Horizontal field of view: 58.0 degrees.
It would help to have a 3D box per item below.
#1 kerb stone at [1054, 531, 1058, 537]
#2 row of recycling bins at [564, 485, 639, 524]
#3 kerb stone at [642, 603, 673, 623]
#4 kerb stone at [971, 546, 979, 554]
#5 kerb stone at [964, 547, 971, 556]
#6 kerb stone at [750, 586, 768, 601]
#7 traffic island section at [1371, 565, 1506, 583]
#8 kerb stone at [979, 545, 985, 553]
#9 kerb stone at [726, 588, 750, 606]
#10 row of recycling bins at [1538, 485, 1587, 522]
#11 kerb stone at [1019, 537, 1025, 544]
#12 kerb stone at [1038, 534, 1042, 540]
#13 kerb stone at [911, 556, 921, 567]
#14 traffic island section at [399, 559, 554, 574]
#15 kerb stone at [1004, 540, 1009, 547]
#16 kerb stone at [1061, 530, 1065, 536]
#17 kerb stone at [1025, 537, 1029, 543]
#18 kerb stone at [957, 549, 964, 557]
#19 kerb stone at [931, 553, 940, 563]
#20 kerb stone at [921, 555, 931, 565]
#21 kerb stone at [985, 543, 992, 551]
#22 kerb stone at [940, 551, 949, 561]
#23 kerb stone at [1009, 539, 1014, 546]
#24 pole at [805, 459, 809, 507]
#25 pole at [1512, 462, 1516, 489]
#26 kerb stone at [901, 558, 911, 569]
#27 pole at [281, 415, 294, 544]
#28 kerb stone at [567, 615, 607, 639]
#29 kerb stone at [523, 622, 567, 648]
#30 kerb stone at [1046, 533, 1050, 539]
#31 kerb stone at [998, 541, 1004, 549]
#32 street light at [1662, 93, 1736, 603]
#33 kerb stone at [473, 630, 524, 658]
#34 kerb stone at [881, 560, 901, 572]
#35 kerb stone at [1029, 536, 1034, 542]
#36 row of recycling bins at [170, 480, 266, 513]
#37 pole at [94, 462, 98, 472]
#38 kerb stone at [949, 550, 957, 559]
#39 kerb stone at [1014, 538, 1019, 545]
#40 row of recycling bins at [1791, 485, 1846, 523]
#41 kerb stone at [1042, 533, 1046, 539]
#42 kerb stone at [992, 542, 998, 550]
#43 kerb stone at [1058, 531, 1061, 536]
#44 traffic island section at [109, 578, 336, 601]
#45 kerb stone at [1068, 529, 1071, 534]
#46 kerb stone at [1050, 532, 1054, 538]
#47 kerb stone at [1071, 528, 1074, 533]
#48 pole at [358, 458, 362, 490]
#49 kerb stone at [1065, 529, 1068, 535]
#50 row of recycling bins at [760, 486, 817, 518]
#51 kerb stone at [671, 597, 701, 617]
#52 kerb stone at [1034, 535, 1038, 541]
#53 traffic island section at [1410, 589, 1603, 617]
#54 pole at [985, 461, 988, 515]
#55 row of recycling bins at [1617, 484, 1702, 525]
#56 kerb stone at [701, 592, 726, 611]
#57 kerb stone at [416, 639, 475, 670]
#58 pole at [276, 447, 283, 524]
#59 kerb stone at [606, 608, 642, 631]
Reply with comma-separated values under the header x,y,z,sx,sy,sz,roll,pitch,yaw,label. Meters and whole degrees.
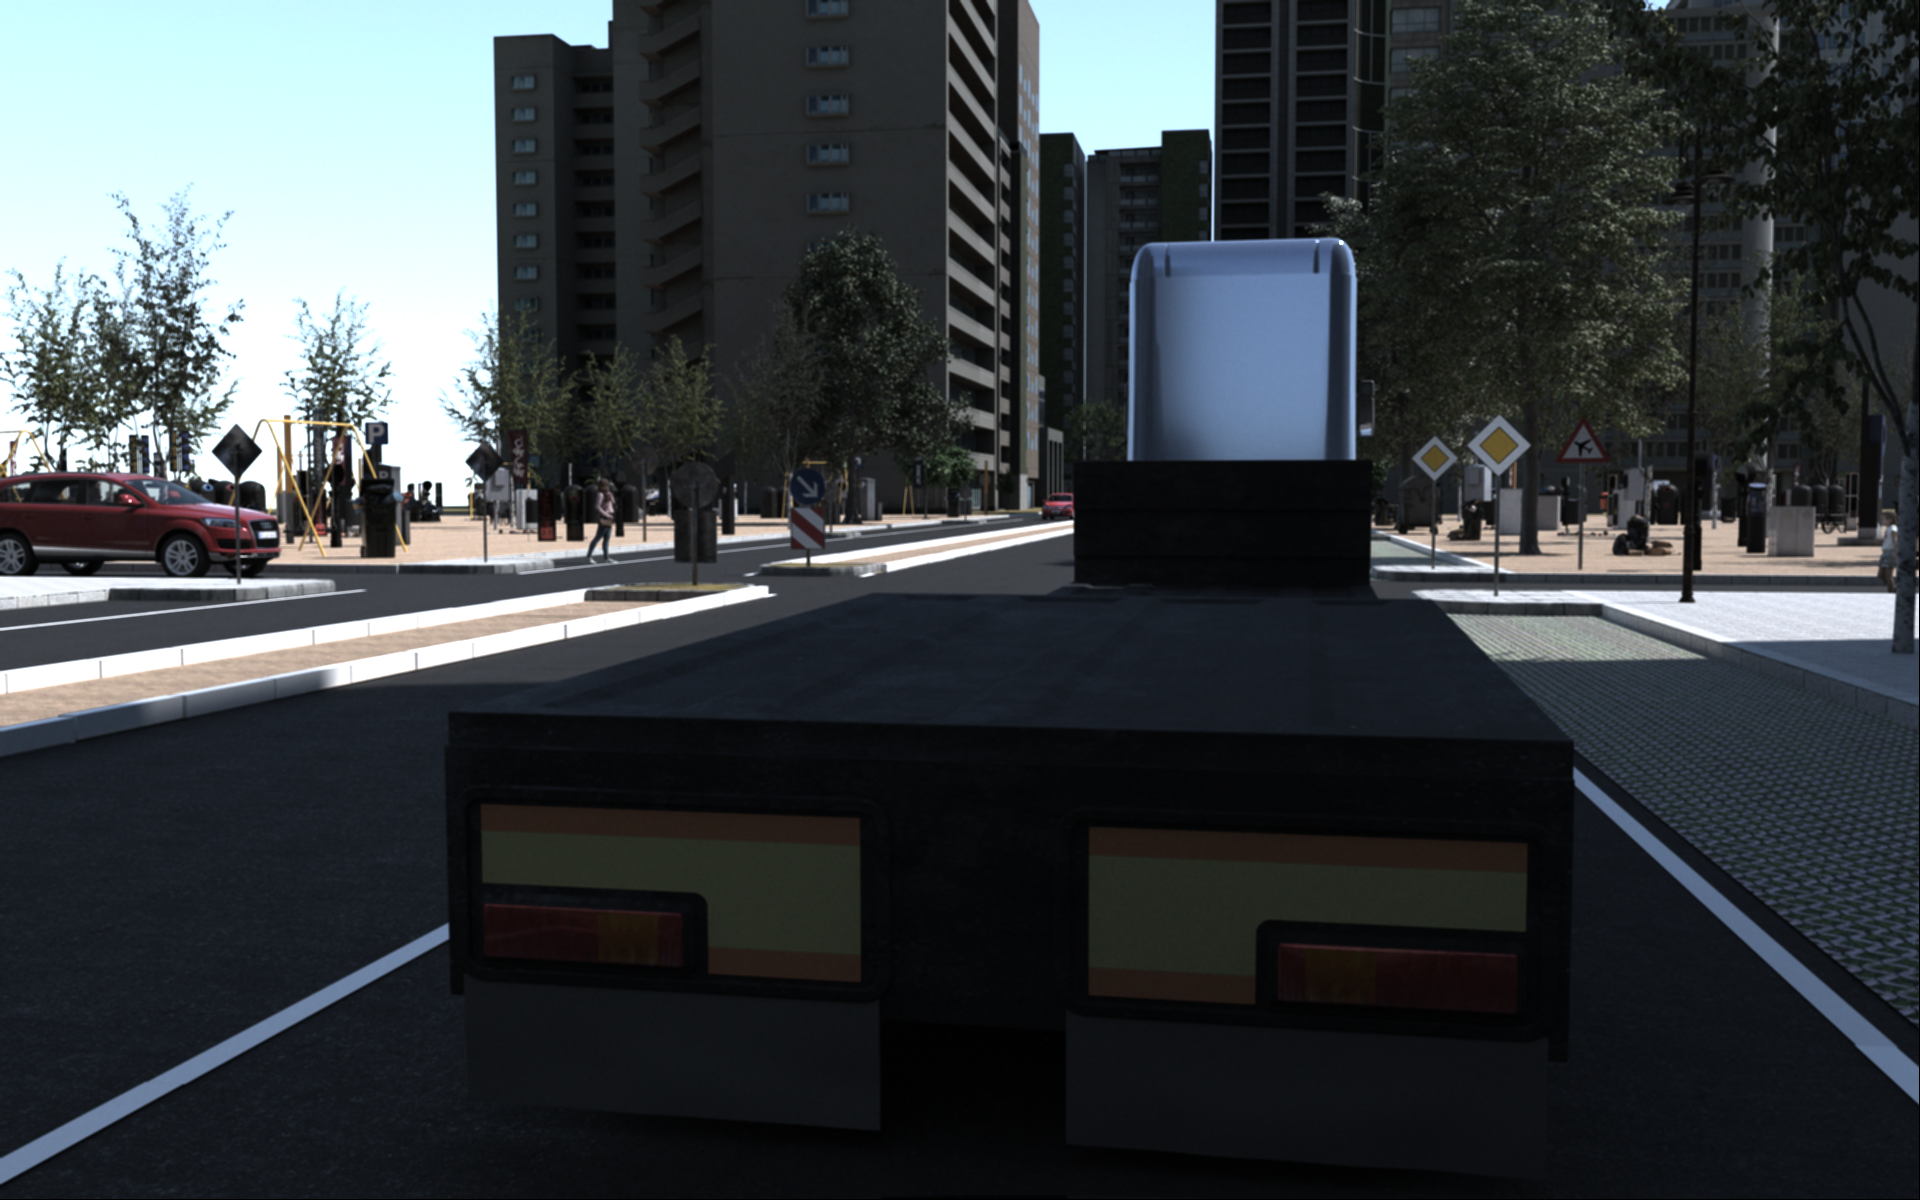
x,y,z,sx,sy,sz,roll,pitch,yaw,label
3.040,-2.163,57.560,0.120,0.150,1.000,1,4,10,kerb stone
-15.680,-4.211,75.969,3.534,1.692,1.069,-3,5,-42,row of recycling bins
-3.508,0.158,19.624,0.120,0.150,1.000,1,4,10,kerb stone
0.254,-1.174,41.390,0.120,0.150,1.000,1,4,10,kerb stone
0.068,-1.107,40.375,0.120,0.150,1.000,1,4,10,kerb stone
-2.817,-0.088,23.659,0.120,0.150,1.000,1,4,10,kerb stone
8.105,-0.448,29.607,2.009,0.180,2.903,1,4,10,traffic island section
0.424,-1.236,42.400,0.120,0.150,1.000,1,4,10,kerb stone
-2.985,-0.028,22.651,0.120,0.150,1.000,1,4,10,kerb stone
27.956,-4.545,81.425,1.069,1.692,3.534,-2,4,-31,row of recycling bins
1.648,-1.668,49.467,0.120,0.150,1.000,1,4,10,kerb stone
2.347,-1.913,53.519,0.120,0.150,1.000,1,4,10,kerb stone
-0.972,-0.741,34.314,0.120,0.150,1.000,1,4,10,kerb stone
-8.934,-0.628,32.543,2.009,0.180,2.903,1,4,10,traffic island section
1.120,-1.482,46.433,0.120,0.150,1.000,1,4,10,kerb stone
3.400,-2.287,59.586,0.120,0.150,1.000,1,4,10,kerb stone
1.819,-1.730,50.488,0.120,0.150,1.000,1,4,10,kerb stone
-0.107,-1.050,39.365,0.120,0.150,1.000,1,4,10,kerb stone
-0.620,-0.864,36.328,0.120,0.150,1.000,1,4,10,kerb stone
-0.802,-0.803,35.322,0.120,0.150,1.000,1,4,10,kerb stone
0.597,-1.292,43.407,0.120,0.150,1.000,1,4,10,kerb stone
-0.441,-0.918,37.339,0.120,0.150,1.000,1,4,10,kerb stone
1.294,-1.544,47.442,0.120,0.150,1.000,1,4,10,kerb stone
-7.748,-5.745,87.769,0.158,3.312,0.155,0,3,0,pole
26.936,-5.529,84.244,0.158,3.312,0.155,0,3,0,pole
-1.144,-0.676,33.295,0.120,0.150,1.000,1,4,10,kerb stone
-17.267,-3.101,44.543,0.158,3.312,0.155,0,3,0,pole
-3.855,0.281,17.599,0.120,0.150,1.000,1,4,10,kerb stone
-4.043,0.343,16.586,0.120,0.150,1.000,1,4,10,kerb stone
2.698,-2.039,55.533,0.120,0.150,1.000,1,4,10,kerb stone
0.951,-1.419,45.424,0.120,0.150,1.000,1,4,10,kerb stone
8.618,-2.909,20.348,0.468,5.910,1.993,1,4,10,street light
-4.208,0.408,15.577,0.120,0.150,1.000,1,4,10,kerb stone
-1.315,-0.617,32.287,0.120,0.150,1.000,1,4,10,kerb stone
1.991,-1.789,51.495,0.120,0.150,1.000,1,4,10,kerb stone
-22.452,-2.748,52.044,1.069,1.692,3.534,2,4,27,row of recycling bins
-54.169,-7.020,108.623,0.158,3.312,0.155,0,3,0,pole
-0.269,-0.988,38.347,0.120,0.150,1.000,1,4,10,kerb stone
1.462,-1.606,48.451,0.120,0.150,1.000,1,4,10,kerb stone
39.167,-4.359,78.379,3.534,1.692,1.069,-1,4,-20,row of recycling bins
2.519,-1.976,54.527,0.120,0.150,1.000,1,4,10,kerb stone
0.782,-1.359,44.416,0.120,0.150,1.000,1,4,10,kerb stone
3.222,-2.223,58.580,0.120,0.150,1.000,1,4,10,kerb stone
-10.293,-0.146,24.674,2.009,0.180,2.903,1,4,10,traffic island section
3.736,-2.410,61.603,0.120,0.150,1.000,1,4,10,kerb stone
2.865,-2.101,56.542,0.120,0.150,1.000,1,4,10,kerb stone
3.917,-2.473,62.626,0.120,0.150,1.000,1,4,10,kerb stone
-33.904,-6.367,97.935,0.158,3.312,0.155,0,3,0,pole
3.570,-2.340,60.595,0.120,0.150,1.000,1,4,10,kerb stone
-9.105,-5.233,92.672,3.534,1.692,1.069,-3,5,-43,row of recycling bins
-3.334,0.096,20.631,0.120,0.150,1.000,1,4,10,kerb stone
2.173,-1.854,52.506,0.120,0.150,1.000,1,4,10,kerb stone
6.746,0.033,21.738,2.009,0.180,2.903,1,4,10,traffic island section
1.598,-6.817,105.305,0.158,3.312,0.155,0,3,0,pole
29.290,-4.023,72.888,3.534,1.692,1.069,1,4,21,row of recycling bins
-3.162,0.034,21.638,0.120,0.150,1.000,1,4,10,kerb stone
-4.380,0.466,14.569,0.120,0.150,1.000,1,4,10,kerb stone
-29.159,-4.919,74.264,0.158,3.312,0.155,0,3,0,pole
-3.683,0.219,18.613,0.120,0.150,1.000,1,4,10,kerb stone
